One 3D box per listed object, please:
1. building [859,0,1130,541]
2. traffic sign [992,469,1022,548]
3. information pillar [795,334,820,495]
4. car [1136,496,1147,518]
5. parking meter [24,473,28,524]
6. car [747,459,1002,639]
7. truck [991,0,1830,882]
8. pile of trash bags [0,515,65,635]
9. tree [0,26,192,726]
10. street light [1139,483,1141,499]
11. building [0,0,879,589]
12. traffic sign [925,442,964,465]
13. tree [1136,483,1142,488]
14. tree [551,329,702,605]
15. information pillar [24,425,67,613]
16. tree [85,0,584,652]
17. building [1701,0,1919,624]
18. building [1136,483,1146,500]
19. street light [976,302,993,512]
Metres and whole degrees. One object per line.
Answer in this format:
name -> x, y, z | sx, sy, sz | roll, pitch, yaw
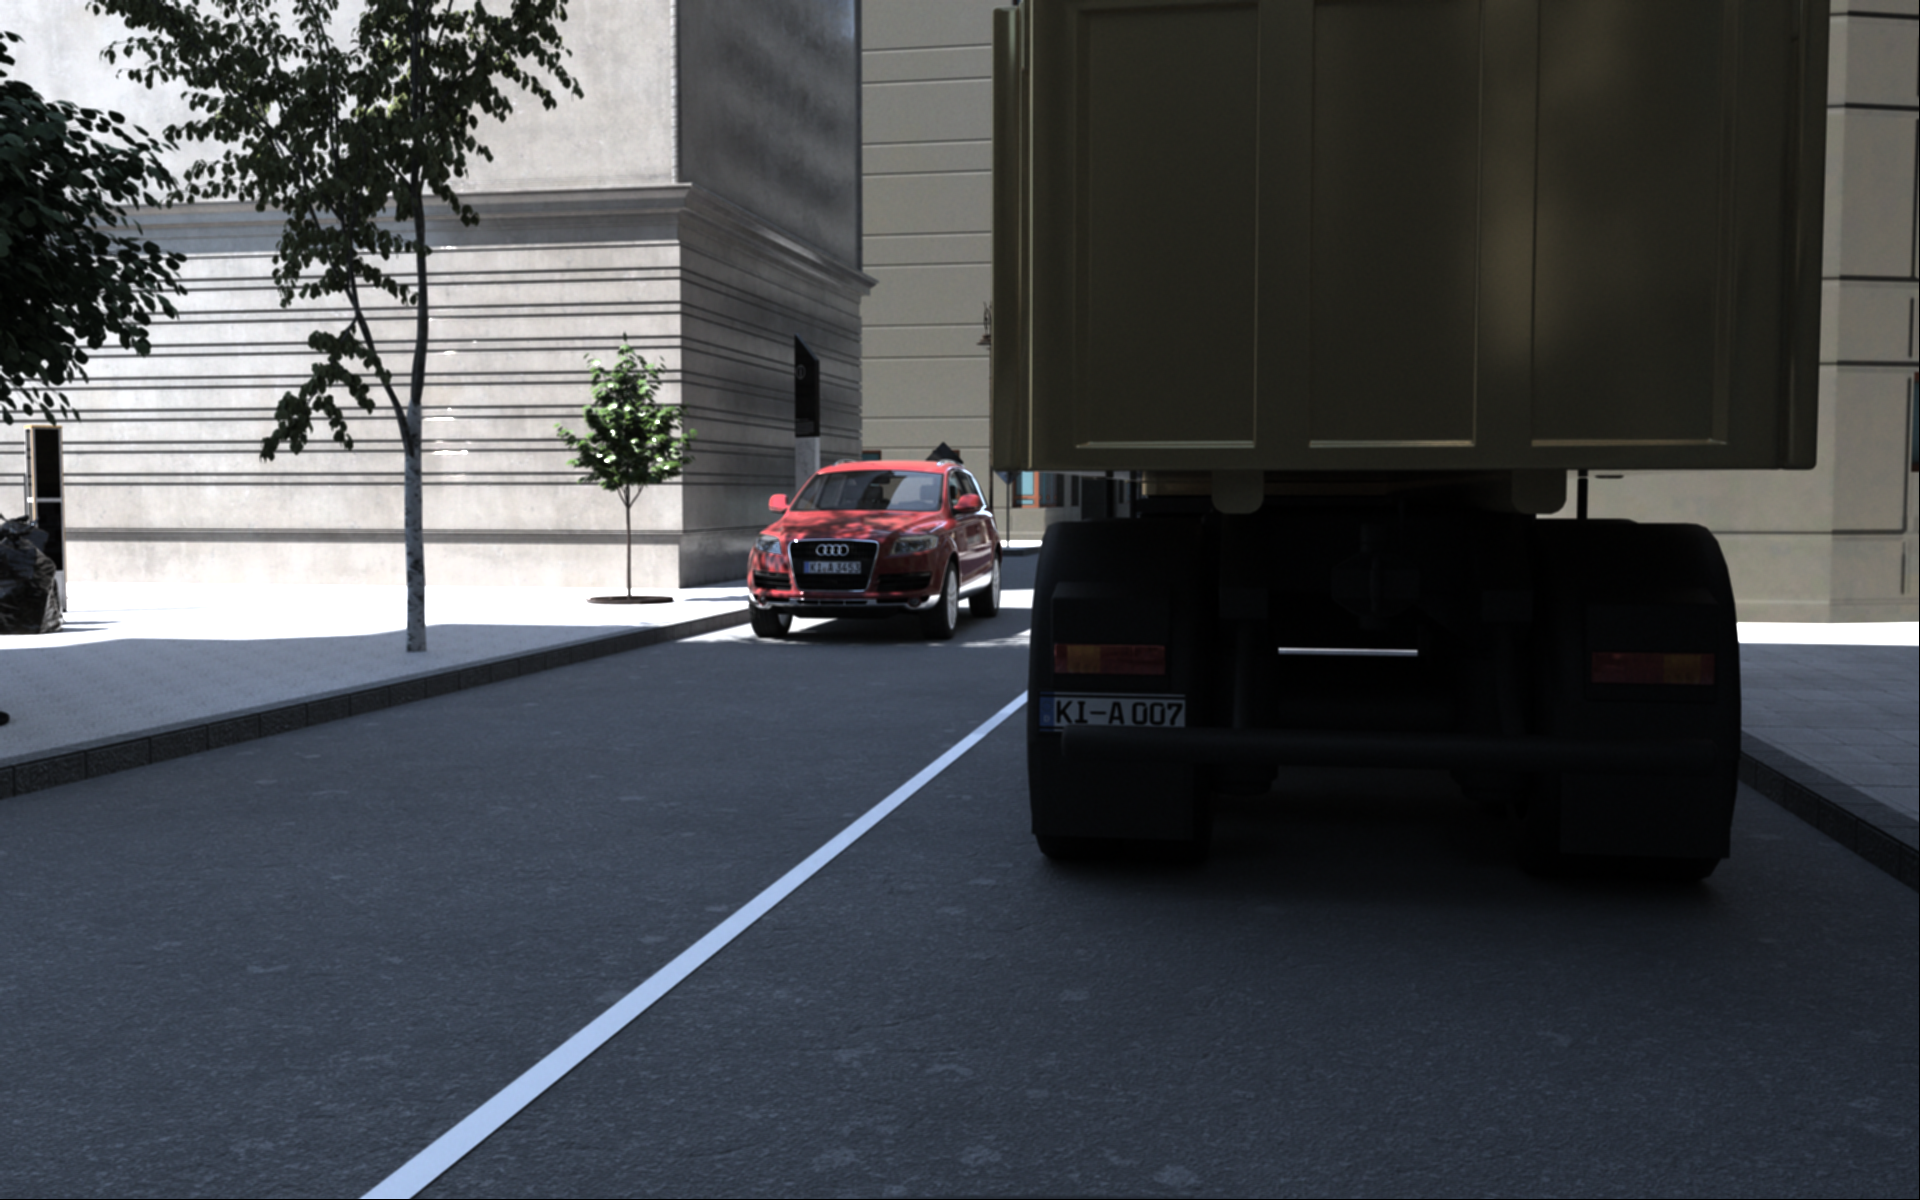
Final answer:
building -> -8.590, -13.353, 63.368 | 27.650, 21.520, 28.899 | 1, 4, 11
traffic sign -> 1.149, -2.303, 41.298 | 0.795, 2.450, 0.064 | 1, 4, 11
information pillar -> -2.233, -2.074, 25.259 | 0.183, 3.616, 0.504 | -3, 5, -43
car -> 7.545, -3.243, 65.033 | 2.014, 1.417, 4.499 | 1, 4, 9
parking meter -> -11.244, -0.785, 21.241 | 0.372, 1.533, 0.369 | 0, 3, 0
car -> -0.794, -0.625, 18.899 | 2.281, 1.827, 5.304 | 1, 4, 9
truck -> 2.181, -0.871, 10.158 | 3.469, 3.379, 9.791 | 1, 4, 10
pile of trash bags -> -10.176, -0.392, 16.160 | 3.447, 1.369, 1.912 | -1, 4, -13
tree -> -6.091, -1.566, 9.313 | 4.285, 4.588, 4.351 | 0, 3, 0
street light -> 8.696, -6.775, 83.556 | 0.468, 5.910, 1.993 | 1, 4, 11
building -> -12.432, -11.812, 29.285 | 21.152, 22.565, 11.583 | 1, 4, 11
traffic sign -> -0.326, -1.823, 33.450 | 0.795, 2.450, 0.064 | 1, 4, 11
tree -> 8.123, -7.926, 79.954 | 4.737, 8.622, 4.395 | 0, 3, 0
tree -> -4.023, -1.576, 20.370 | 1.663, 3.219, 1.824 | 0, 3, 0
information pillar -> -9.869, -0.869, 18.703 | 0.304, 2.012, 0.304 | -3, 5, -40
tree -> -4.685, -3.886, 13.900 | 4.737, 8.622, 4.395 | 0, 3, 0
building -> 18.427, -10.029, 9.020 | 27.650, 21.520, 28.899 | 1, 4, 11
building -> 0.171, -33.989, 97.722 | 21.231, 58.520, 28.212 | 1, 4, 11
street light -> 0.749, -4.207, 41.575 | 0.468, 5.910, 1.993 | 1, 4, 11
